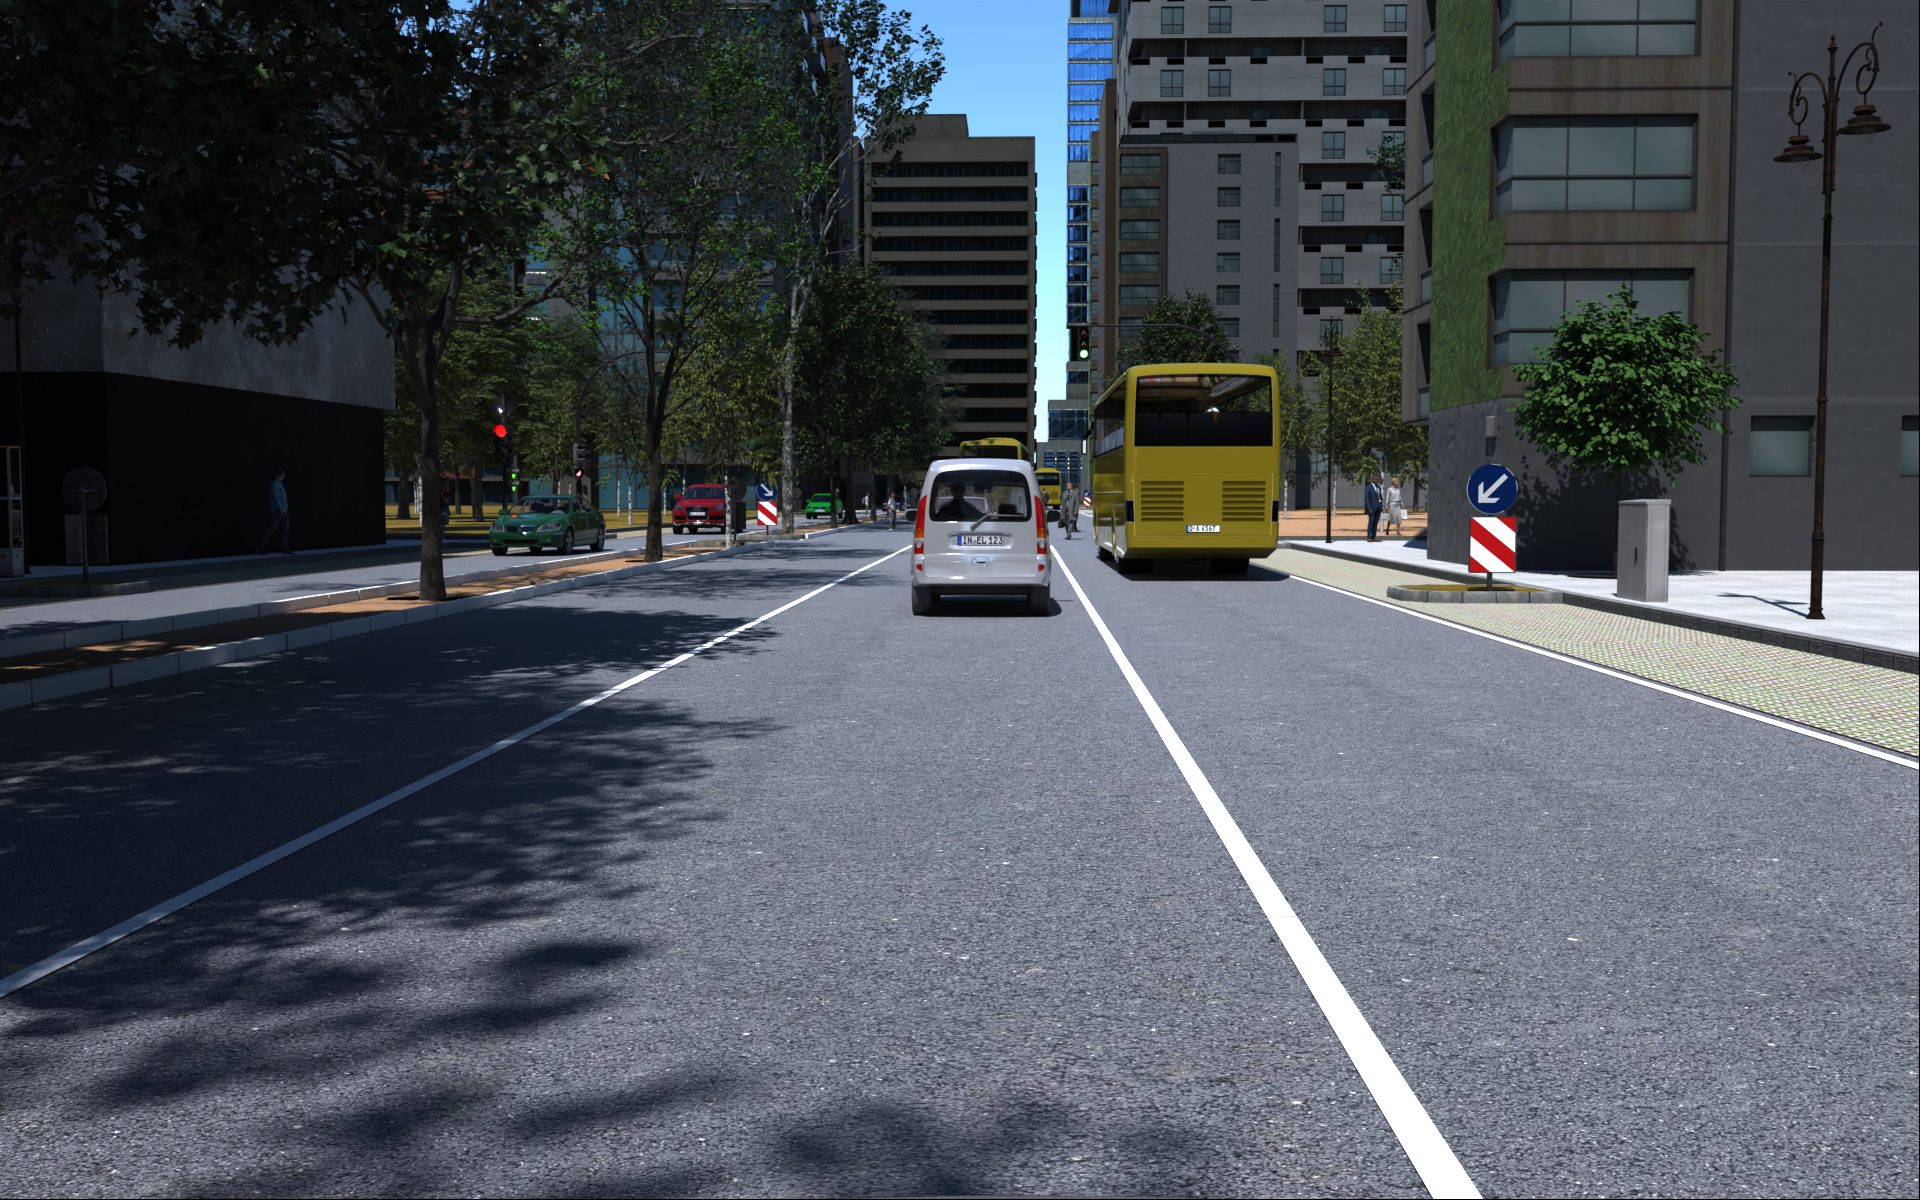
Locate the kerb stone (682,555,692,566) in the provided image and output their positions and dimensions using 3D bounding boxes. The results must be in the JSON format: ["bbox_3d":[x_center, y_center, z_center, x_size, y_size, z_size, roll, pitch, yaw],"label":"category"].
[{"bbox_3d":[-5.605,-0.776,34.877,0.120,0.150,1.000,0,4,2],"label":"kerb stone"}]

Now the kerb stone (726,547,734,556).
[{"bbox_3d":[-5.430,-1.083,40.005,0.120,0.150,1.000,0,4,2],"label":"kerb stone"}]

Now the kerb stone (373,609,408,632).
[{"bbox_3d":[-6.153,0.234,18.466,0.120,0.150,1.000,0,4,2],"label":"kerb stone"}]

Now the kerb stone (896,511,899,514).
[{"bbox_3d":[-4.700,-6.268,124.684,0.120,0.150,1.000,0,4,2],"label":"kerb stone"}]

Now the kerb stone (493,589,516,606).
[{"bbox_3d":[-6.018,-0.021,22.561,0.120,0.150,1.000,0,4,2],"label":"kerb stone"}]

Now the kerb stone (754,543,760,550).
[{"bbox_3d":[-5.295,-1.339,44.093,0.120,0.150,1.000,0,4,2],"label":"kerb stone"}]

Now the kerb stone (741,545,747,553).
[{"bbox_3d":[-5.362,-1.214,42.047,0.120,0.150,1.000,0,4,2],"label":"kerb stone"}]

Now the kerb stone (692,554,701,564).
[{"bbox_3d":[-5.566,-0.839,35.909,0.120,0.150,1.000,0,4,2],"label":"kerb stone"}]

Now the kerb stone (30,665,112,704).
[{"bbox_3d":[-6.362,0.605,12.302,0.120,0.150,1.000,0,4,2],"label":"kerb stone"}]

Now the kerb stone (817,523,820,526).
[{"bbox_3d":[-6.342,-3.258,75.476,0.120,0.150,1.000,0,4,2],"label":"kerb stone"}]

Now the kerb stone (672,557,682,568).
[{"bbox_3d":[-5.636,-0.713,33.848,0.120,0.150,1.000,0,4,2],"label":"kerb stone"}]

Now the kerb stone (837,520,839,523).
[{"bbox_3d":[-6.075,-3.760,83.670,0.120,0.150,1.000,0,4,2],"label":"kerb stone"}]

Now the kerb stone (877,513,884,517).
[{"bbox_3d":[-5.142,-5.454,111.370,0.120,0.150,1.000,0,4,2],"label":"kerb stone"}]

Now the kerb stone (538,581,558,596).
[{"bbox_3d":[-5.943,-0.147,24.608,0.120,0.150,1.000,0,4,2],"label":"kerb stone"}]

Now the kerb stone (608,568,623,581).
[{"bbox_3d":[-5.811,-0.399,28.721,0.120,0.150,1.000,0,4,2],"label":"kerb stone"}]

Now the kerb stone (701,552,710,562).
[{"bbox_3d":[-5.536,-0.895,36.941,0.120,0.150,1.000,0,4,2],"label":"kerb stone"}]

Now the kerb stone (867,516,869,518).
[{"bbox_3d":[-5.532,-4.764,100.093,0.120,0.150,1.000,0,4,2],"label":"kerb stone"}]

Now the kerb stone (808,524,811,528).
[{"bbox_3d":[-6.449,-3.070,72.400,0.120,0.150,1.000,0,4,2],"label":"kerb stone"}]

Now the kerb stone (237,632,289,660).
[{"bbox_3d":[-6.256,0.420,15.383,0.120,0.150,1.000,0,4,2],"label":"kerb stone"}]

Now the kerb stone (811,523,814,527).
[{"bbox_3d":[-6.422,-3.133,73.422,0.120,0.150,1.000,0,4,2],"label":"kerb stone"}]

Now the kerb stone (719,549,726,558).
[{"bbox_3d":[-5.463,-1.022,38.984,0.120,0.150,1.000,0,4,2],"label":"kerb stone"}]

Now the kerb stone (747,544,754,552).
[{"bbox_3d":[-5.329,-1.277,43.071,0.120,0.150,1.000,0,4,2],"label":"kerb stone"}]

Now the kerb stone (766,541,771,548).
[{"bbox_3d":[-5.227,-1.464,46.139,0.120,0.150,1.000,0,4,2],"label":"kerb stone"}]

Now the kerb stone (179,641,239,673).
[{"bbox_3d":[-6.286,0.480,14.351,0.120,0.150,1.000,0,4,2],"label":"kerb stone"}]

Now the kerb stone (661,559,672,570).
[{"bbox_3d":[-5.666,-0.650,32.827,0.120,0.150,1.000,0,4,2],"label":"kerb stone"}]

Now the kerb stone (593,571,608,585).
[{"bbox_3d":[-5.844,-0.336,27.683,0.120,0.150,1.000,0,4,2],"label":"kerb stone"}]

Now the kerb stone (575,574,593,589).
[{"bbox_3d":[-5.878,-0.273,26.661,0.120,0.150,1.000,0,4,2],"label":"kerb stone"}]

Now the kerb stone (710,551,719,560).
[{"bbox_3d":[-5.495,-0.959,37.962,0.120,0.150,1.000,0,4,2],"label":"kerb stone"}]

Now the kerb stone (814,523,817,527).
[{"bbox_3d":[-6.381,-3.196,74.443,0.120,0.150,1.000,0,4,2],"label":"kerb stone"}]

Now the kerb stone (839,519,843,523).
[{"bbox_3d":[-5.967,-3.949,86.758,0.120,0.150,1.000,0,4,2],"label":"kerb stone"}]

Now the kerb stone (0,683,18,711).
[{"bbox_3d":[-6.393,0.668,11.279,0.120,0.150,1.000,0,4,2],"label":"kerb stone"}]

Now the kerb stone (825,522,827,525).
[{"bbox_3d":[-6.243,-3.447,78.552,0.120,0.150,1.000,0,4,2],"label":"kerb stone"}]

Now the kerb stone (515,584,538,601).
[{"bbox_3d":[-5.982,-0.085,23.582,0.120,0.150,1.000,0,4,2],"label":"kerb stone"}]

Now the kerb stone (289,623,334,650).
[{"bbox_3d":[-6.217,0.358,16.411,0.120,0.150,1.000,0,4,2],"label":"kerb stone"}]

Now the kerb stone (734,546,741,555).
[{"bbox_3d":[-5.397,-1.151,41.026,0.120,0.150,1.000,0,4,2],"label":"kerb stone"}]

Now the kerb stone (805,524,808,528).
[{"bbox_3d":[-6.495,-3.006,71.371,0.120,0.150,1.000,0,4,2],"label":"kerb stone"}]

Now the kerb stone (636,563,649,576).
[{"bbox_3d":[-5.731,-0.524,30.765,0.120,0.150,1.000,0,4,2],"label":"kerb stone"}]

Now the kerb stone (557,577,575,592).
[{"bbox_3d":[-5.919,-0.210,25.631,0.120,0.150,1.000,0,4,2],"label":"kerb stone"}]

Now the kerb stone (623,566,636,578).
[{"bbox_3d":[-5.776,-0.462,29.744,0.120,0.150,1.000,0,4,2],"label":"kerb stone"}]

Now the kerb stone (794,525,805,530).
[{"bbox_3d":[-6.513,-2.945,70.344,0.120,0.150,1.000,0,4,2],"label":"kerb stone"}]

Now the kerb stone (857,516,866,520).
[{"bbox_3d":[-5.586,-4.639,98.039,0.120,0.150,1.000,0,4,2],"label":"kerb stone"}]

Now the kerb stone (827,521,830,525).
[{"bbox_3d":[-6.212,-3.507,79.574,0.120,0.150,1.000,0,4,2],"label":"kerb stone"}]

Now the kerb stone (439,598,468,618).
[{"bbox_3d":[-6.082,0.110,20.517,0.120,0.150,1.000,0,4,2],"label":"kerb stone"}]

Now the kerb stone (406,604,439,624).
[{"bbox_3d":[-6.115,0.166,19.486,0.120,0.150,1.000,0,4,2],"label":"kerb stone"}]

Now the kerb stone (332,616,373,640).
[{"bbox_3d":[-6.187,0.291,17.440,0.120,0.150,1.000,0,4,2],"label":"kerb stone"}]

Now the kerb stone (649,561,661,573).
[{"bbox_3d":[-5.703,-0.587,31.801,0.120,0.150,1.000,0,4,2],"label":"kerb stone"}]

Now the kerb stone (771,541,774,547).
[{"bbox_3d":[-5.193,-1.527,47.164,0.120,0.150,1.000,0,4,2],"label":"kerb stone"}]

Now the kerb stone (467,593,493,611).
[{"bbox_3d":[-6.049,0.040,21.538,0.120,0.150,1.000,0,4,2],"label":"kerb stone"}]

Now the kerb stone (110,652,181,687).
[{"bbox_3d":[-6.318,0.542,13.330,0.120,0.150,1.000,0,4,2],"label":"kerb stone"}]

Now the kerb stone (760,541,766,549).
[{"bbox_3d":[-5.261,-1.402,45.118,0.120,0.150,1.000,0,4,2],"label":"kerb stone"}]

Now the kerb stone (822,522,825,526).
[{"bbox_3d":[-6.274,-3.384,77.528,0.120,0.150,1.000,0,4,2],"label":"kerb stone"}]

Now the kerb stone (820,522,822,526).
[{"bbox_3d":[-6.309,-3.322,76.505,0.120,0.150,1.000,0,4,2],"label":"kerb stone"}]
